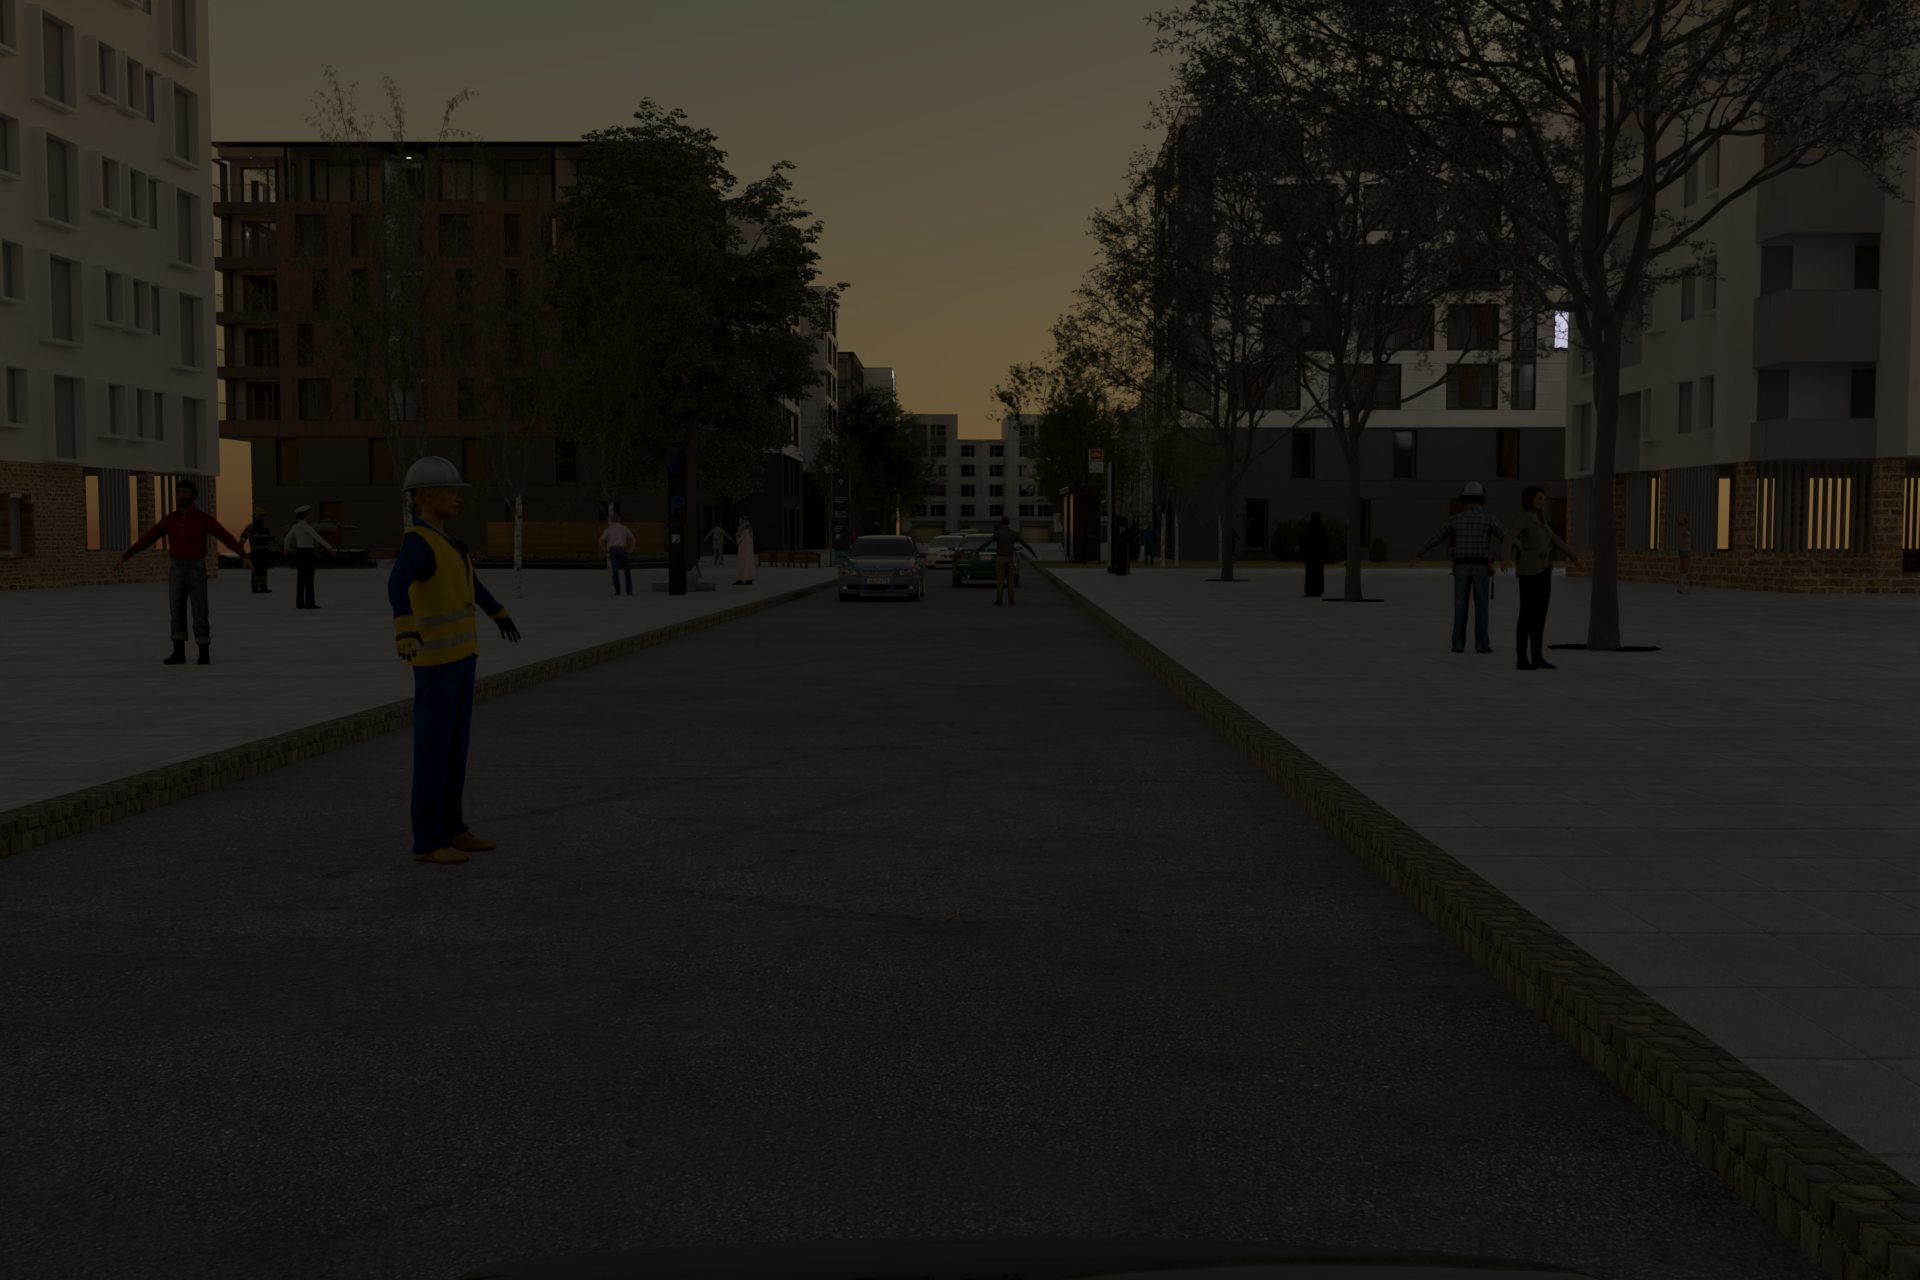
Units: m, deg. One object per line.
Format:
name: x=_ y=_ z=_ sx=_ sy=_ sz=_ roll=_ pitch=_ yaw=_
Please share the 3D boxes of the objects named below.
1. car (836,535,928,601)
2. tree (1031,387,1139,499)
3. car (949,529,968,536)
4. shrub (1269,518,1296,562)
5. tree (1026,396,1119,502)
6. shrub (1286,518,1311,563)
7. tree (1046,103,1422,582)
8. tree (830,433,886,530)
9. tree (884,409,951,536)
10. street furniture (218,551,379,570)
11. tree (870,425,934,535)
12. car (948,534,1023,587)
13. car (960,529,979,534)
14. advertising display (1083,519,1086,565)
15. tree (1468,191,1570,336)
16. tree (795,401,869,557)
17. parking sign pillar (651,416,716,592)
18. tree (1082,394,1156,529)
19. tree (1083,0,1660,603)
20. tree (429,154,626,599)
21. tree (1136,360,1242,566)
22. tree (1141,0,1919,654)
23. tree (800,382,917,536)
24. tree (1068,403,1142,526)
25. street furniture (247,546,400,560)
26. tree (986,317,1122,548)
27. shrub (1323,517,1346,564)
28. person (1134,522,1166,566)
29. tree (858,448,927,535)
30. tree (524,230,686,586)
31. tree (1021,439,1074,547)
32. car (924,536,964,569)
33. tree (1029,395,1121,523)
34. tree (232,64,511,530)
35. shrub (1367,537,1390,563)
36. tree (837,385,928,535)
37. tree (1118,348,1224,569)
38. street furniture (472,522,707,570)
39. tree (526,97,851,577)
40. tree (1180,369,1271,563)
car: x=-1.695 y=-1.615 z=38.410 sx=2.014 sy=1.417 sz=4.499 roll=0 pitch=4 yaw=1
tree: x=8.776 y=-11.906 z=120.411 sx=9.928 sy=11.665 sz=9.643 roll=0 pitch=3 yaw=0
car: x=-0.061 y=-5.532 z=100.047 sx=1.945 sy=1.707 sz=3.694 roll=0 pitch=4 yaw=1
shrub: x=15.227 y=-4.686 z=80.661 sx=1.661 sy=2.075 sz=1.752 roll=0 pitch=3 yaw=0
tree: x=8.874 y=-12.513 z=130.351 sx=9.928 sy=11.665 sz=9.643 roll=0 pitch=3 yaw=0
shrub: x=15.470 y=-4.522 z=77.969 sx=1.661 sy=2.075 sz=1.752 roll=0 pitch=3 yaw=0
tree: x=7.412 y=-8.349 z=46.880 sx=12.009 sy=13.543 sz=11.850 roll=0 pitch=3 yaw=0
tree: x=-7.354 y=-10.220 z=117.465 sx=4.360 sy=8.622 sz=3.978 roll=0 pitch=3 yaw=0
tree: x=-5.776 y=-15.821 z=169.043 sx=12.009 sy=13.543 sz=11.850 roll=0 pitch=3 yaw=0
street furniture: x=-25.773 y=-3.044 z=65.395 sx=5.734 sy=0.657 sz=10.072 roll=-2 pitch=4 yaw=-30
tree: x=-5.648 y=-12.770 z=143.208 sx=7.601 sy=10.594 sz=8.767 roll=-1 pitch=4 yaw=-21
car: x=0.708 y=-2.217 z=48.044 sx=2.131 sy=1.459 sz=4.920 roll=0 pitch=4 yaw=1
car: x=0.712 y=-8.035 z=140.038 sx=2.281 sy=1.827 sz=5.304 roll=0 pitch=4 yaw=1
advertising display: x=5.226 y=-4.128 z=72.702 sx=0.123 sy=1.923 sz=0.974 roll=0 pitch=4 yaw=2
tree: x=27.493 y=-13.247 z=72.470 sx=12.611 sy=20.169 sz=13.585 roll=0 pitch=3 yaw=0
tree: x=-7.190 y=-8.911 z=96.052 sx=4.360 sy=8.622 sz=3.978 roll=0 pitch=3 yaw=0
parking sign pillar: x=-6.207 y=-3.079 z=38.818 sx=1.447 sy=3.967 sz=1.447 roll=0 pitch=4 yaw=2
tree: x=8.268 y=-8.553 z=90.197 sx=4.360 sy=8.622 sz=3.978 roll=0 pitch=3 yaw=0
tree: x=7.423 y=-7.466 z=32.436 sx=12.009 sy=13.543 sz=11.850 roll=0 pitch=3 yaw=0
tree: x=-8.768 y=-5.106 z=33.842 sx=4.360 sy=8.622 sz=3.978 roll=0 pitch=3 yaw=0
tree: x=8.701 y=-7.357 z=70.642 sx=4.360 sy=8.622 sz=3.978 roll=0 pitch=3 yaw=0
tree: x=7.108 y=-6.640 z=18.939 sx=12.009 sy=13.543 sz=11.850 roll=0 pitch=3 yaw=0
tree: x=-6.134 y=-10.472 z=105.632 sx=7.601 sy=10.594 sz=8.767 roll=-1 pitch=4 yaw=-17
tree: x=8.174 y=-8.797 z=94.190 sx=4.360 sy=8.622 sz=3.978 roll=0 pitch=3 yaw=0
street furniture: x=-31.080 y=-4.249 z=85.091 sx=5.734 sy=0.657 sz=10.072 roll=2 pitch=4 yaw=25
tree: x=8.580 y=-18.138 z=152.440 sx=12.611 sy=20.169 sz=13.585 roll=0 pitch=3 yaw=0
shrub: x=15.705 y=-4.233 z=73.251 sx=1.661 sy=2.075 sz=1.752 roll=0 pitch=3 yaw=0
person: x=7.728 y=-3.944 z=70.613 sx=1.347 sy=1.817 sz=0.704 roll=1 pitch=4 yaw=15
tree: x=-6.370 y=-13.374 z=153.083 sx=7.601 sy=10.594 sz=8.767 roll=1 pitch=4 yaw=13
tree: x=-8.521 y=-5.604 z=41.989 sx=4.360 sy=8.622 sz=3.978 roll=0 pitch=3 yaw=0
tree: x=9.998 y=-14.873 z=168.936 sx=9.928 sy=11.665 sz=9.643 roll=0 pitch=3 yaw=0
car: x=-0.441 y=-3.646 z=71.966 sx=2.083 sy=1.381 sz=4.827 roll=0 pitch=4 yaw=1
tree: x=9.530 y=-13.618 z=140.784 sx=7.486 sy=12.596 sz=7.792 roll=0 pitch=3 yaw=0
tree: x=-8.598 y=-4.719 z=27.519 sx=4.360 sy=8.622 sz=3.978 roll=0 pitch=3 yaw=0
shrub: x=18.802 y=-4.081 z=77.845 sx=1.383 sy=1.207 sz=1.383 roll=0 pitch=3 yaw=0
tree: x=-6.282 y=-13.121 z=132.660 sx=7.486 sy=12.596 sz=7.792 roll=0 pitch=3 yaw=0
tree: x=7.366 y=-6.954 z=64.062 sx=4.360 sy=8.622 sz=3.978 roll=0 pitch=3 yaw=0
street furniture: x=-14.175 y=-3.555 z=64.975 sx=11.010 sy=1.723 sz=9.812 roll=1 pitch=4 yaw=18
tree: x=-8.062 y=-8.832 z=51.062 sx=9.857 sy=13.997 sz=8.962 roll=0 pitch=3 yaw=0
tree: x=11.599 y=-7.754 z=77.148 sx=4.360 sy=8.622 sz=3.978 roll=0 pitch=3 yaw=0
